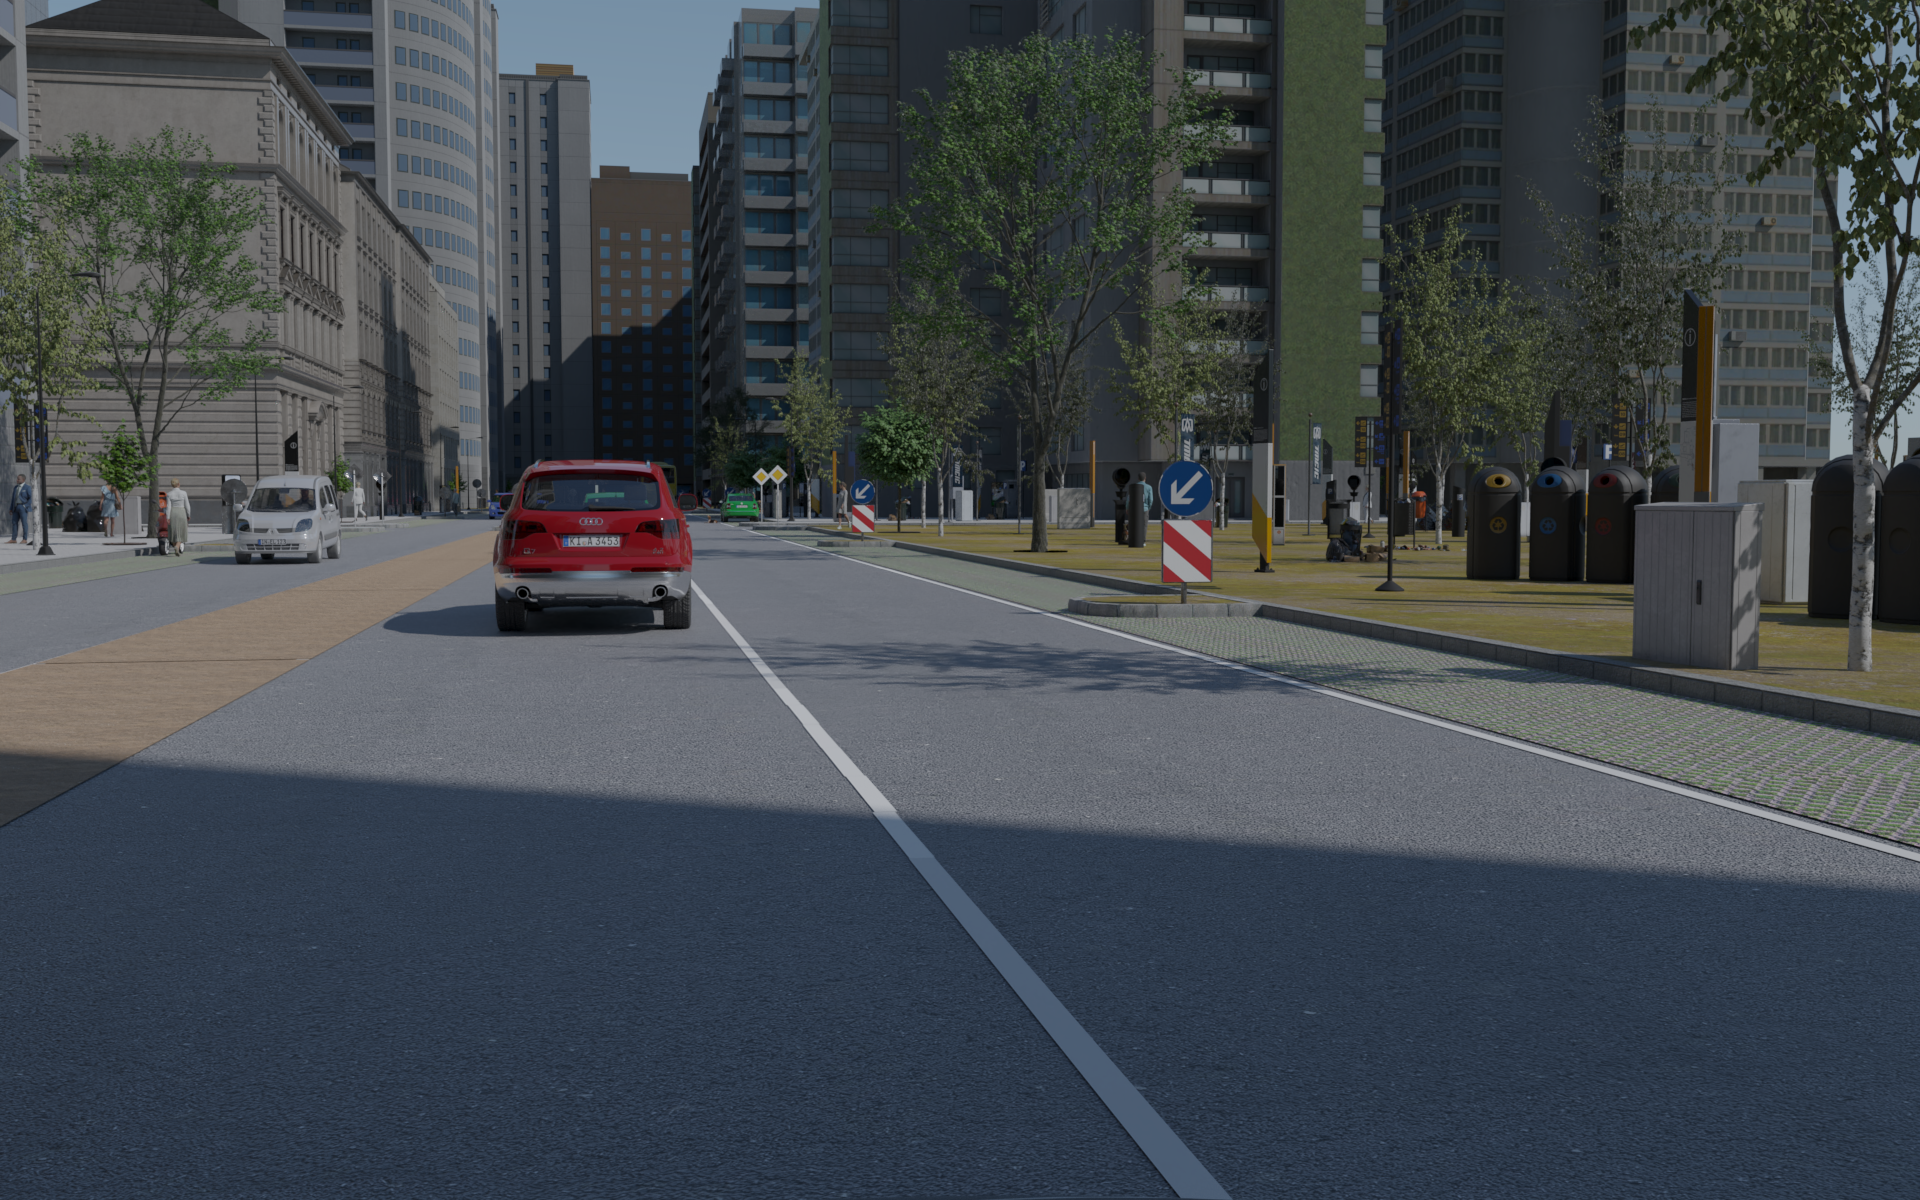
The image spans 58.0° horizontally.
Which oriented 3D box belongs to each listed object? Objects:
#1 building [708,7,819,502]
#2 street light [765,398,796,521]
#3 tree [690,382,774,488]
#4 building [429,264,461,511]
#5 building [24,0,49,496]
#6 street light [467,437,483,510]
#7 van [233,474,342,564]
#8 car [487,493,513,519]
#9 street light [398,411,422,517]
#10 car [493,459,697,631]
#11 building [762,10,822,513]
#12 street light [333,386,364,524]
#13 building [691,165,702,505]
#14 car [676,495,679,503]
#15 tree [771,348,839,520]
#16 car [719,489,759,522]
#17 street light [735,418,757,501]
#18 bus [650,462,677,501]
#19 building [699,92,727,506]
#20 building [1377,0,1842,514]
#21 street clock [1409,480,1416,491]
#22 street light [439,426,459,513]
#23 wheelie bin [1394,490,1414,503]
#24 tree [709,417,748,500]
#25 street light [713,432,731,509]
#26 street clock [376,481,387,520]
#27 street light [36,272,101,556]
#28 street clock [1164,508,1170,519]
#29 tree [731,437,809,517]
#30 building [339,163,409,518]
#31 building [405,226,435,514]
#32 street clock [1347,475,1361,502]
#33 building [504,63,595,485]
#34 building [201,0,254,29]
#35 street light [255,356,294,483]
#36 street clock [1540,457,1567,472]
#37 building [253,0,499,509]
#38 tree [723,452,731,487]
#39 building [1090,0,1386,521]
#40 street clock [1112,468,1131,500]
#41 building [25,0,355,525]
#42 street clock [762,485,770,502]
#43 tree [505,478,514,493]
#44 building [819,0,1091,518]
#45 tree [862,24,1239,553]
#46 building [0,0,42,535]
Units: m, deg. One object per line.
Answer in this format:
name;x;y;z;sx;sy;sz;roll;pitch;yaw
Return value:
building;-13.466;-34.082;176.854;23.786;49.044;30.456;-1;4;-11
street light;-8.675;-6.794;83.617;1.470;5.913;1.316;-1;4;-11
tree;-18.919;-12.772;143.227;7.601;10.594;8.767;0;4;7
building;-45.856;-17.280;137.274;10.420;20.320;16.860;-1;4;-11
building;-51.948;-15.737;75.325;19.932;24.808;12.078;-1;4;-11
street light;-39.463;-10.298;140.917;1.470;5.913;1.316;-1;4;-11
van;-14.286;-1.827;36.884;2.013;2.044;4.112;-1;4;-12
car;-26.067;-5.480;99.192;1.945;1.707;3.694;-1;4;-13
street light;-30.703;-7.596;96.736;1.470;5.913;1.316;-1;4;-11
car;-4.128;-0.679;19.769;2.281;1.827;5.304;-1;4;-10
building;1.646;-26.702;128.466;32.217;40.220;23.993;-1;4;-11
street light;-26.276;-6.229;74.383;1.470;5.913;1.316;-1;4;-11
building;-26.807;-32.752;219.096;14.154;41.232;14.086;-1;4;-11
car;-32.467;-11.187;195.489;1.945;1.354;3.894;-1;4;-13
tree;-7.544;-8.351;86.900;4.737;8.622;4.395;0;3;0
car;-11.257;-4.862;88.284;1.959;1.807;4.718;-1;4;-11
street light;-13.050;-8.169;106.110;1.470;5.913;1.316;-1;4;-11
bus;-23.168;-8.619;132.470;2.896;3.916;12.252;-1;4;-11
building;-19.058;-35.385;202.248;21.300;48.544;21.600;-1;4;-11
building;37.116;-25.084;102.002;23.993;40.220;32.217;-1;4;-11
street clock;23.953;-5.337;91.832;0.358;2.002;0.471;-1;4;-19
street light;-35.052;-8.947;118.832;1.470;5.913;1.316;-1;4;-11
wheelie bin;19.063;-4.062;74.314;0.693;1.594;0.980;-1;4;-15
tree;-21.137;-12.576;155.985;4.737;8.622;4.395;0;3;0
street light;-17.659;-9.572;129.040;1.470;5.913;1.316;-1;4;-11
street clock;-28.662;-4.969;85.809;0.471;2.002;0.358;0;4;1
street light;-18.635;-3.895;36.231;1.470;5.913;1.316;-1;4;-11
street clock;7.977;-3.794;66.602;0.358;2.002;0.471;3;5;43
tree;-10.011;-7.041;98.835;4.285;4.588;4.351;0;3;0
building;-38.667;-15.406;101.038;9.793;20.994;18.267;-1;4;-11
building;-42.072;-16.509;119.072;9.793;20.994;18.267;-1;4;-11
street clock;14.963;-3.744;65.790;0.471;2.002;0.358;2;4;26
building;-64.971;-42.620;238.839;28.212;58.520;21.231;-1;4;-11
building;-55.099;-37.677;158.010;21.231;58.520;28.212;-1;4;-11
street light;-23.152;-5.254;58.445;1.470;5.913;1.316;-1;4;-11
street clock;11.622;-1.796;33.935;0.471;2.002;0.358;2;4;30
building;-60.918;-39.379;185.837;21.231;58.520;28.212;-1;4;-11
tree;-13.997;-7.939;113.521;4.285;4.588;4.351;0;3;0
building;12.258;-24.754;88.318;14.086;41.232;14.154;-1;4;-11
street clock;4.467;-2.655;47.984;0.471;2.002;0.358;-1;4;-9
building;-35.758;-15.486;82.074;11.050;23.489;19.941;-1;4;-11
street clock;-11.521;-6.007;102.777;0.471;2.002;0.358;3;5;43
tree;-54.164;-13.051;207.989;1.663;3.219;1.824;0;3;0
building;-1.308;-25.489;100.340;14.154;41.232;14.086;-1;4;-11
tree;1.900;-6.858;37.880;9.928;11.665;9.643;0;3;0
building;-43.598;-31.014;49.072;28.212;58.520;21.231;-1;4;-11
